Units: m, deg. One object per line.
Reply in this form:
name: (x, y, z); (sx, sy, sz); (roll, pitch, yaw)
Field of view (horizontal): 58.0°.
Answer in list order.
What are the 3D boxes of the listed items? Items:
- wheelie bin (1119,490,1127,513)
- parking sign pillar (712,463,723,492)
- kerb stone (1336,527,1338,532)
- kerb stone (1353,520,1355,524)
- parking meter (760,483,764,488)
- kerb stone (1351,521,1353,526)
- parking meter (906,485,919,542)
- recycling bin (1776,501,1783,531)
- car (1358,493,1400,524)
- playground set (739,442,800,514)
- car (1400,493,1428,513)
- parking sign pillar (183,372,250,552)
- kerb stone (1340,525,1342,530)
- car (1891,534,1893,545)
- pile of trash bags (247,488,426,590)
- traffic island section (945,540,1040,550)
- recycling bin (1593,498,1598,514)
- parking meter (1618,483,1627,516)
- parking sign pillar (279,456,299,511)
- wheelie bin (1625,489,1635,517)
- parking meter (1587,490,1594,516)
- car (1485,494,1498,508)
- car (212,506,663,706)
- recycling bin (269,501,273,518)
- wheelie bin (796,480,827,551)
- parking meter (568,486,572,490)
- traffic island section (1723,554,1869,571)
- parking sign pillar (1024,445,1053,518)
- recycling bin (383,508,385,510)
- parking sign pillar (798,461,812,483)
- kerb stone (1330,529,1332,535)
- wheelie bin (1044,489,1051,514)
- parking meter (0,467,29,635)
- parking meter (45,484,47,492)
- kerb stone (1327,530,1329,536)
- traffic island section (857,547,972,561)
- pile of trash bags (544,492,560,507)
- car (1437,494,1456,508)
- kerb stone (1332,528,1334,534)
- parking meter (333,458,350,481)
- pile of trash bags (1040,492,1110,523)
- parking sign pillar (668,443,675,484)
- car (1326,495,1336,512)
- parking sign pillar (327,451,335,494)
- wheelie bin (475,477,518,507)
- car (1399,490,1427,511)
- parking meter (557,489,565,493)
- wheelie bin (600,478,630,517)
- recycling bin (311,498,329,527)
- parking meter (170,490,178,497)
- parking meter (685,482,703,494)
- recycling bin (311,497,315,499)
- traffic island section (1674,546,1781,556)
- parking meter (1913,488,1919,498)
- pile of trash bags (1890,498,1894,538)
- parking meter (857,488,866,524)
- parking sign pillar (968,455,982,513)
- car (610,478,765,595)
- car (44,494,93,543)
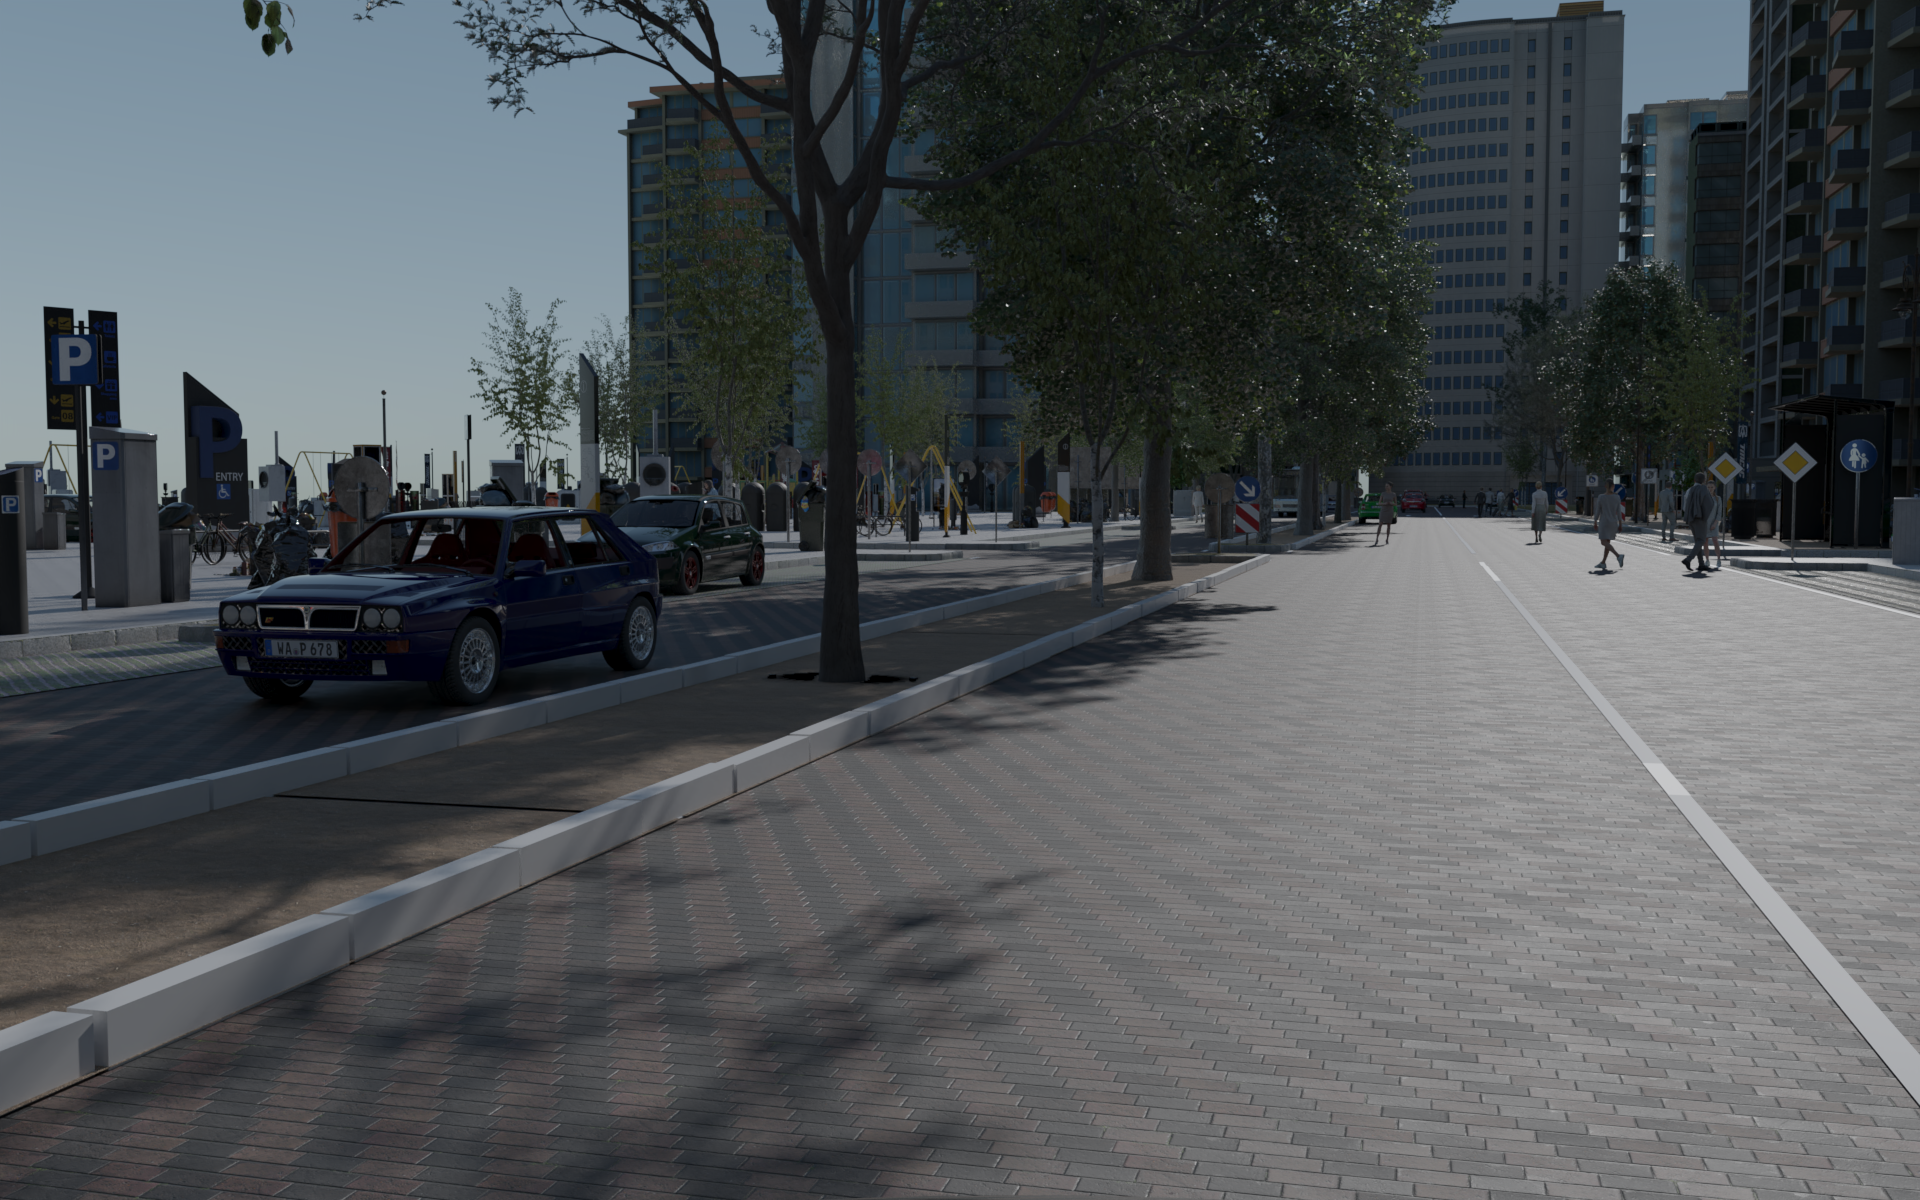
wheelie bin: (11.110, -6.828, 119.543); (0.693, 1.594, 0.980); (1, 4, 17)
parking sign pillar: (-12.955, -6.420, 93.445); (1.447, 3.967, 1.447); (1, 4, 14)
kerb stone: (13.718, -2.540, 63.731); (0.120, 0.150, 1.000); (1, 4, 15)
kerb stone: (17.709, -3.450, 78.604); (0.120, 0.150, 1.000); (1, 4, 15)
parking meter: (-10.446, -5.185, 90.490); (0.399, 1.863, 0.255); (2, 4, 25)
kerb stone: (17.179, -3.329, 76.629); (0.120, 0.150, 1.000); (1, 4, 15)
parking meter: (-1.287, -2.355, 46.909); (0.372, 1.533, 0.369); (0, 3, 0)
recycling bin: (28.556, -2.890, 59.806); (0.722, 1.027, 0.722); (-1, 4, -19)
car: (20.371, -4.618, 84.295); (1.959, 1.807, 4.718); (1, 4, 15)
playground set: (-10.247, -6.747, 97.095); (5.637, 4.214, 5.302); (2, 4, 26)
car: (35.039, -7.624, 133.687); (2.155, 1.783, 4.494); (1, 4, 15)
parking sign pillar: (-16.598, -3.071, 38.688); (1.447, 3.967, 1.447); (2, 4, 32)
kerb stone: (14.511, -2.716, 66.700); (0.120, 0.150, 1.000); (1, 4, 15)
car: (22.087, -1.672, 36.132); (4.718, 1.807, 1.959); (1, 4, 13)
pile of trash bags: (-8.110, -0.774, 22.415); (1.912, 1.369, 3.447); (-2, 4, -27)
traffic island section: (0.936, -1.445, 45.910); (2.009, 0.180, 2.903); (1, 4, 15)
recycling bin: (40.997, -6.051, 111.495); (0.722, 1.027, 0.722); (1, 4, 9)
parking meter: (36.301, -5.459, 94.963); (0.255, 1.863, 0.399); (-2, 4, -32)
parking sign pillar: (-46.312, -7.995, 119.188); (1.447, 3.967, 1.447); (2, 4, 32)
wheelie bin: (37.992, -5.554, 98.718); (0.980, 1.594, 0.693); (1, 4, 13)
parking meter: (36.731, -5.659, 100.933); (0.372, 1.533, 0.369); (0, 3, 0)
car: (52.266, -9.757, 169.314); (2.009, 1.686, 4.222); (1, 4, 17)
car: (-3.763, -0.032, 13.111); (1.945, 1.354, 3.894); (1, 4, 16)
recycling bin: (-36.635, -4.797, 90.992); (0.722, 1.027, 0.722); (1, 4, 13)
wheelie bin: (-3.292, -1.903, 39.017); (0.693, 1.594, 0.980); (0, 4, 5)
parking meter: (-28.071, -7.280, 124.742); (0.255, 1.863, 0.399); (0, 4, -6)
traffic island section: (16.156, -0.691, 33.582); (2.009, 0.180, 2.903); (1, 4, 15)
parking sign pillar: (4.022, -6.515, 94.985); (1.447, 3.967, 1.447); (-3, 5, -44)
recycling bin: (-41.649, -6.810, 123.895); (0.722, 1.027, 0.722); (3, 5, 41)
parking sign pillar: (-11.143, -8.327, 124.623); (1.447, 3.967, 1.447); (-1, 4, -11)
kerb stone: (12.660, -2.297, 59.766); (0.120, 0.150, 1.000); (1, 4, 15)
wheelie bin: (5.506, -6.323, 111.282); (0.980, 1.594, 0.693); (1, 4, 20)
parking meter: (-8.755, -0.455, 15.849); (0.372, 1.533, 0.369); (0, 3, 0)
parking meter: (-52.253, -5.690, 98.747); (0.399, 1.863, 0.255); (1, 4, 22)
kerb stone: (12.128, -2.175, 57.788); (0.120, 0.150, 1.000); (1, 4, 15)
traffic island section: (-1.128, -0.973, 38.195); (2.009, 0.180, 2.903); (1, 4, 15)
pile of trash bags: (-18.512, -4.538, 83.949); (3.447, 1.369, 1.912); (2, 4, 27)
car: (51.829, -10.683, 184.452); (2.009, 1.686, 4.222); (1, 4, 15)
kerb stone: (12.929, -2.358, 60.755); (0.120, 0.150, 1.000); (1, 4, 15)
parking meter: (-9.967, -1.372, 28.151); (0.255, 1.863, 0.399); (1, 4, 9)
pile of trash bags: (5.089, -4.234, 78.973); (3.447, 1.369, 1.912); (3, 4, 37)
parking sign pillar: (-15.384, -6.296, 91.415); (1.447, 3.967, 1.447); (0, 4, 2)
car: (29.082, -7.471, 134.729); (1.945, 1.354, 3.894); (1, 4, 16)
parking sign pillar: (-38.827, -7.255, 107.089); (1.447, 3.967, 1.447); (-1, 4, -18)
wheelie bin: (-8.421, -1.445, 31.527); (0.693, 1.594, 0.980); (-2, 4, -30)
car: (38.716, -8.521, 147.991); (2.281, 1.827, 5.304); (1, 4, 13)
parking meter: (-20.065, -4.818, 87.183); (0.372, 1.533, 0.369); (0, 3, 0)
wheelie bin: (-6.924, -1.604, 34.129); (0.693, 1.594, 0.980); (2, 4, 33)
recycling bin: (-24.572, -3.347, 67.273); (0.722, 1.027, 0.722); (2, 4, 34)
parking meter: (-44.208, -5.445, 97.442); (0.372, 1.533, 0.369); (0, 3, 0)
parking meter: (-5.488, -1.675, 35.800); (0.372, 1.533, 0.369); (0, 3, 0)
recycling bin: (-48.422, -7.204, 130.346); (0.722, 1.027, 0.722); (-1, 4, -9)
traffic island section: (18.220, -1.163, 41.297); (2.009, 0.180, 2.903); (1, 4, 15)
parking meter: (39.642, -3.870, 71.683); (0.372, 1.533, 0.369); (0, 3, 0)
pile of trash bags: (26.774, -2.570, 51.769); (3.447, 1.369, 1.912); (3, 4, 38)
parking meter: (-4.136, -3.916, 72.433); (0.372, 1.533, 0.369); (0, 3, 0)
parking sign pillar: (0.776, -8.060, 120.258); (1.447, 3.967, 1.447); (3, 4, 38)
car: (-4.292, -0.977, 25.764); (2.009, 1.686, 4.222); (1, 4, 15)
car: (-23.936, -2.285, 47.147); (4.222, 1.686, 2.009); (1, 4, 15)
